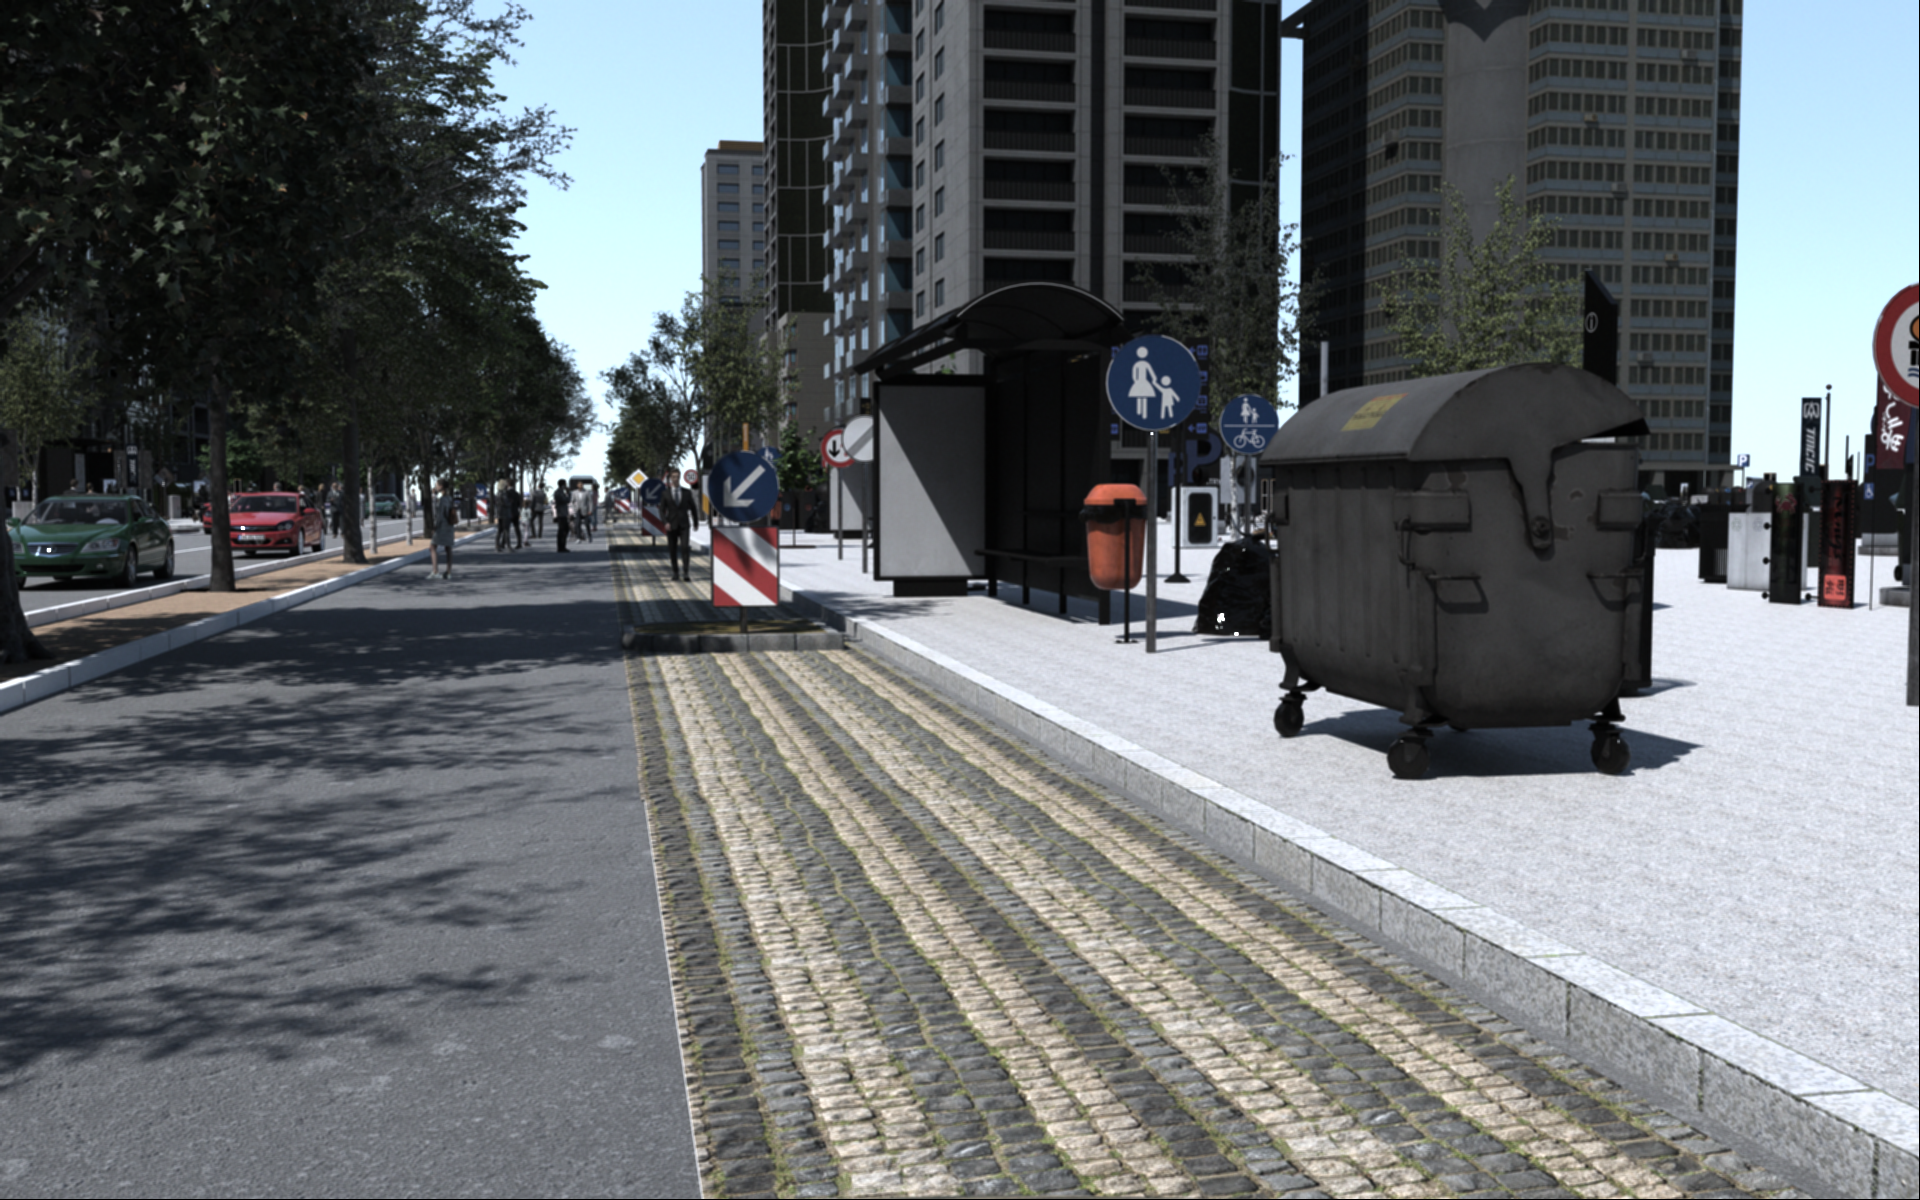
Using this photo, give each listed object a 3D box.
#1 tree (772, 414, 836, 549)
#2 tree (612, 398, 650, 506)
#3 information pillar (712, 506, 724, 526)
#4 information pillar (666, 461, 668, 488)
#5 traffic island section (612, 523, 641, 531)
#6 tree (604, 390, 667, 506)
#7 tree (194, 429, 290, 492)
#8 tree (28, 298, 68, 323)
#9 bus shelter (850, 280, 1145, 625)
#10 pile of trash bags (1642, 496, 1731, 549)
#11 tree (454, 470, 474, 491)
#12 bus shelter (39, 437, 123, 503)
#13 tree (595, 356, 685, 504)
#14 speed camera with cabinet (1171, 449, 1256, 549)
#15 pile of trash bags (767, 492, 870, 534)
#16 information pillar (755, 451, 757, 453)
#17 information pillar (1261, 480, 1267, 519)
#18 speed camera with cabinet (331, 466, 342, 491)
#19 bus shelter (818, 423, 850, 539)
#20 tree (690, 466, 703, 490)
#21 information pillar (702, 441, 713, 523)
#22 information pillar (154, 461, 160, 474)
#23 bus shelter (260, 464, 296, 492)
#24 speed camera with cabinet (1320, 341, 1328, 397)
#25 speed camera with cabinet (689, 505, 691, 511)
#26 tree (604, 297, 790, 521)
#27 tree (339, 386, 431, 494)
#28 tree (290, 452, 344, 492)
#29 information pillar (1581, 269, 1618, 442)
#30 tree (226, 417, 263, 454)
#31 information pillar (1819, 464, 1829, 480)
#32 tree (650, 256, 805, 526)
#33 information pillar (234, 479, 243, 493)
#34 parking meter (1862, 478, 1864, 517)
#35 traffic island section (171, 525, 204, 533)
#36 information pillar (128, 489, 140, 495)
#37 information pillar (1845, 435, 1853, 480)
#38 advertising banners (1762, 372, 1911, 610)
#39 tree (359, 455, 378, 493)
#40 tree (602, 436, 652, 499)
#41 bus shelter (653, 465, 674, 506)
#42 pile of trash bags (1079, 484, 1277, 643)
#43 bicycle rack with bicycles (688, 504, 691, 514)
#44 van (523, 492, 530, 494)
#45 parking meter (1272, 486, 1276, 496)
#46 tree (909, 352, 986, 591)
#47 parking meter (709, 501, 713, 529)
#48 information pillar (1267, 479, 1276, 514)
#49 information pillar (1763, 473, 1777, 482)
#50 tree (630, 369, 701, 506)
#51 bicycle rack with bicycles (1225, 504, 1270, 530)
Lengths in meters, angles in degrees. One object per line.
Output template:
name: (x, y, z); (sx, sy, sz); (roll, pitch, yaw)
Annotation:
tree: (-3.998, -2.841, 41.056); (1.663, 3.219, 1.824); (0, 3, 0)
tree: (-23.257, -10.973, 129.769); (4.737, 8.622, 4.395); (0, 3, 0)
information pillar: (-8.758, -3.556, 62.628); (0.304, 2.012, 0.304); (3, 4, 36)
information pillar: (-18.899, -7.371, 111.878); (0.183, 3.616, 0.504); (0, 4, 4)
traffic island section: (-14.127, -3.253, 75.462); (2.009, 0.180, 2.903); (-1, 4, -12)
tree: (-34.498, -16.464, 187.308); (7.486, 12.596, 7.792); (0, 3, 0)
tree: (-36.760, -6.340, 87.373); (4.285, 4.588, 4.351); (0, 3, 0)
tree: (-30.824, -6.570, 57.777); (4.737, 8.622, 4.395); (0, 3, 0)
bus shelter: (0.216, -1.542, 19.128); (2.014, 3.302, 5.546); (-1, 4, -12)
pile of trash bags: (16.558, -1.923, 41.193); (3.447, 1.369, 1.912); (0, 4, 1)
tree: (-69.117, -15.742, 241.101); (4.285, 4.588, 4.351); (0, 3, 0)
bus shelter: (-37.373, -5.045, 73.773); (1.731, 3.624, 6.357); (-1, 4, -12)
tree: (-43.117, -23.168, 234.688); (12.611, 20.169, 13.585); (0, 3, 0)
speed camera with cabinet: (6.031, -2.861, 41.110); (2.038, 3.252, 0.660); (-2, 4, -25)
pile of trash bags: (-4.680, -2.873, 56.732); (3.447, 1.369, 1.912); (0, 4, -6)
information pillar: (-10.991, -6.179, 92.383); (0.183, 3.616, 0.504); (3, 4, 38)
information pillar: (15.539, -5.128, 88.333); (0.304, 2.012, 0.304); (1, 4, 12)
speed camera with cabinet: (-43.998, -7.873, 123.053); (0.660, 3.252, 2.038); (-3, 5, -44)
bus shelter: (-2.479, -3.233, 46.781); (2.014, 3.302, 5.546); (-1, 4, -12)
tree: (-16.256, -6.956, 108.336); (1.663, 3.219, 1.824); (0, 3, 0)
information pillar: (-10.980, -5.151, 75.573); (0.504, 3.616, 0.183); (-2, 4, -25)
information pillar: (-56.346, -7.972, 121.691); (0.504, 3.616, 0.183); (-2, 4, -24)
bus shelter: (-47.962, -8.018, 122.379); (1.731, 3.624, 6.357); (-1, 4, -12)
speed camera with cabinet: (4.836, -1.684, 21.862); (0.660, 3.252, 2.038); (0, 4, 7)
speed camera with cabinet: (-20.185, -8.545, 134.049); (0.660, 3.252, 2.038); (1, 4, 23)
tree: (-12.238, -9.005, 81.650); (8.767, 10.594, 7.601); (-1, 4, -20)
tree: (-51.187, -15.129, 154.010); (9.857, 13.997, 8.962); (0, 3, 0)
tree: (-42.476, -7.871, 112.406); (4.285, 4.588, 4.351); (0, 3, 0)
information pillar: (6.601, -1.626, 17.945); (0.183, 3.616, 0.504); (-1, 4, -13)
tree: (-57.818, -11.606, 140.114); (4.737, 8.622, 4.395); (0, 3, 0)
information pillar: (21.309, -2.353, 42.965); (0.304, 2.012, 0.304); (0, 4, 5)
tree: (-7.096, -6.380, 54.682); (4.737, 8.622, 4.395); (0, 3, 0)
information pillar: (-35.461, -4.933, 85.142); (0.304, 2.012, 0.304); (0, 4, -5)
parking meter: (24.914, -2.548, 47.369); (0.255, 1.863, 0.399); (-2, 4, -26)
traffic island section: (-29.435, -2.560, 64.143); (2.009, 0.180, 2.903); (-1, 4, -12)
information pillar: (-54.686, -7.526, 114.398); (0.183, 3.616, 0.504); (3, 5, 43)
information pillar: (35.342, -4.754, 69.077); (0.183, 3.616, 0.504); (2, 4, 26)
advertising banners: (9.878, -1.426, 19.496); (0.090, 3.025, 2.074); (-1, 4, -18)
tree: (-46.473, -9.149, 133.297); (4.285, 4.588, 4.351); (0, 3, 0)
tree: (-56.712, -23.189, 296.146); (9.611, 12.733, 9.660); (0, 3, 0)
bus shelter: (-24.282, -9.197, 141.652); (1.731, 3.624, 6.357); (-1, 4, -12)
pile of trash bags: (2.720, -0.354, 15.533); (3.447, 1.369, 1.912); (-1, 4, -16)
bicycle rack with bicycles: (-16.563, -6.056, 112.389); (2.852, 0.926, 2.925); (-3, 4, -36)
van: (-71.790, -17.101, 286.617); (2.013, 2.044, 4.112); (-1, 4, -12)
parking meter: (10.158, -2.870, 55.338); (0.372, 1.533, 0.369); (0, 3, 0)
tree: (-0.119, -1.743, 23.098); (1.663, 3.219, 1.824); (0, 3, 0)
parking meter: (-8.972, -3.524, 63.330); (0.399, 1.863, 0.255); (0, 4, 1)
information pillar: (15.673, -5.021, 86.578); (0.304, 2.012, 0.304); (0, 4, 1)
information pillar: (27.929, -3.381, 59.771); (0.304, 2.012, 0.304); (-2, 4, -27)
tree: (-17.644, -9.340, 103.073); (4.360, 8.622, 3.978); (0, 3, 0)
bicycle rack with bicycles: (9.372, -3.015, 62.681); (2.925, 0.926, 2.852); (3, 5, 39)
